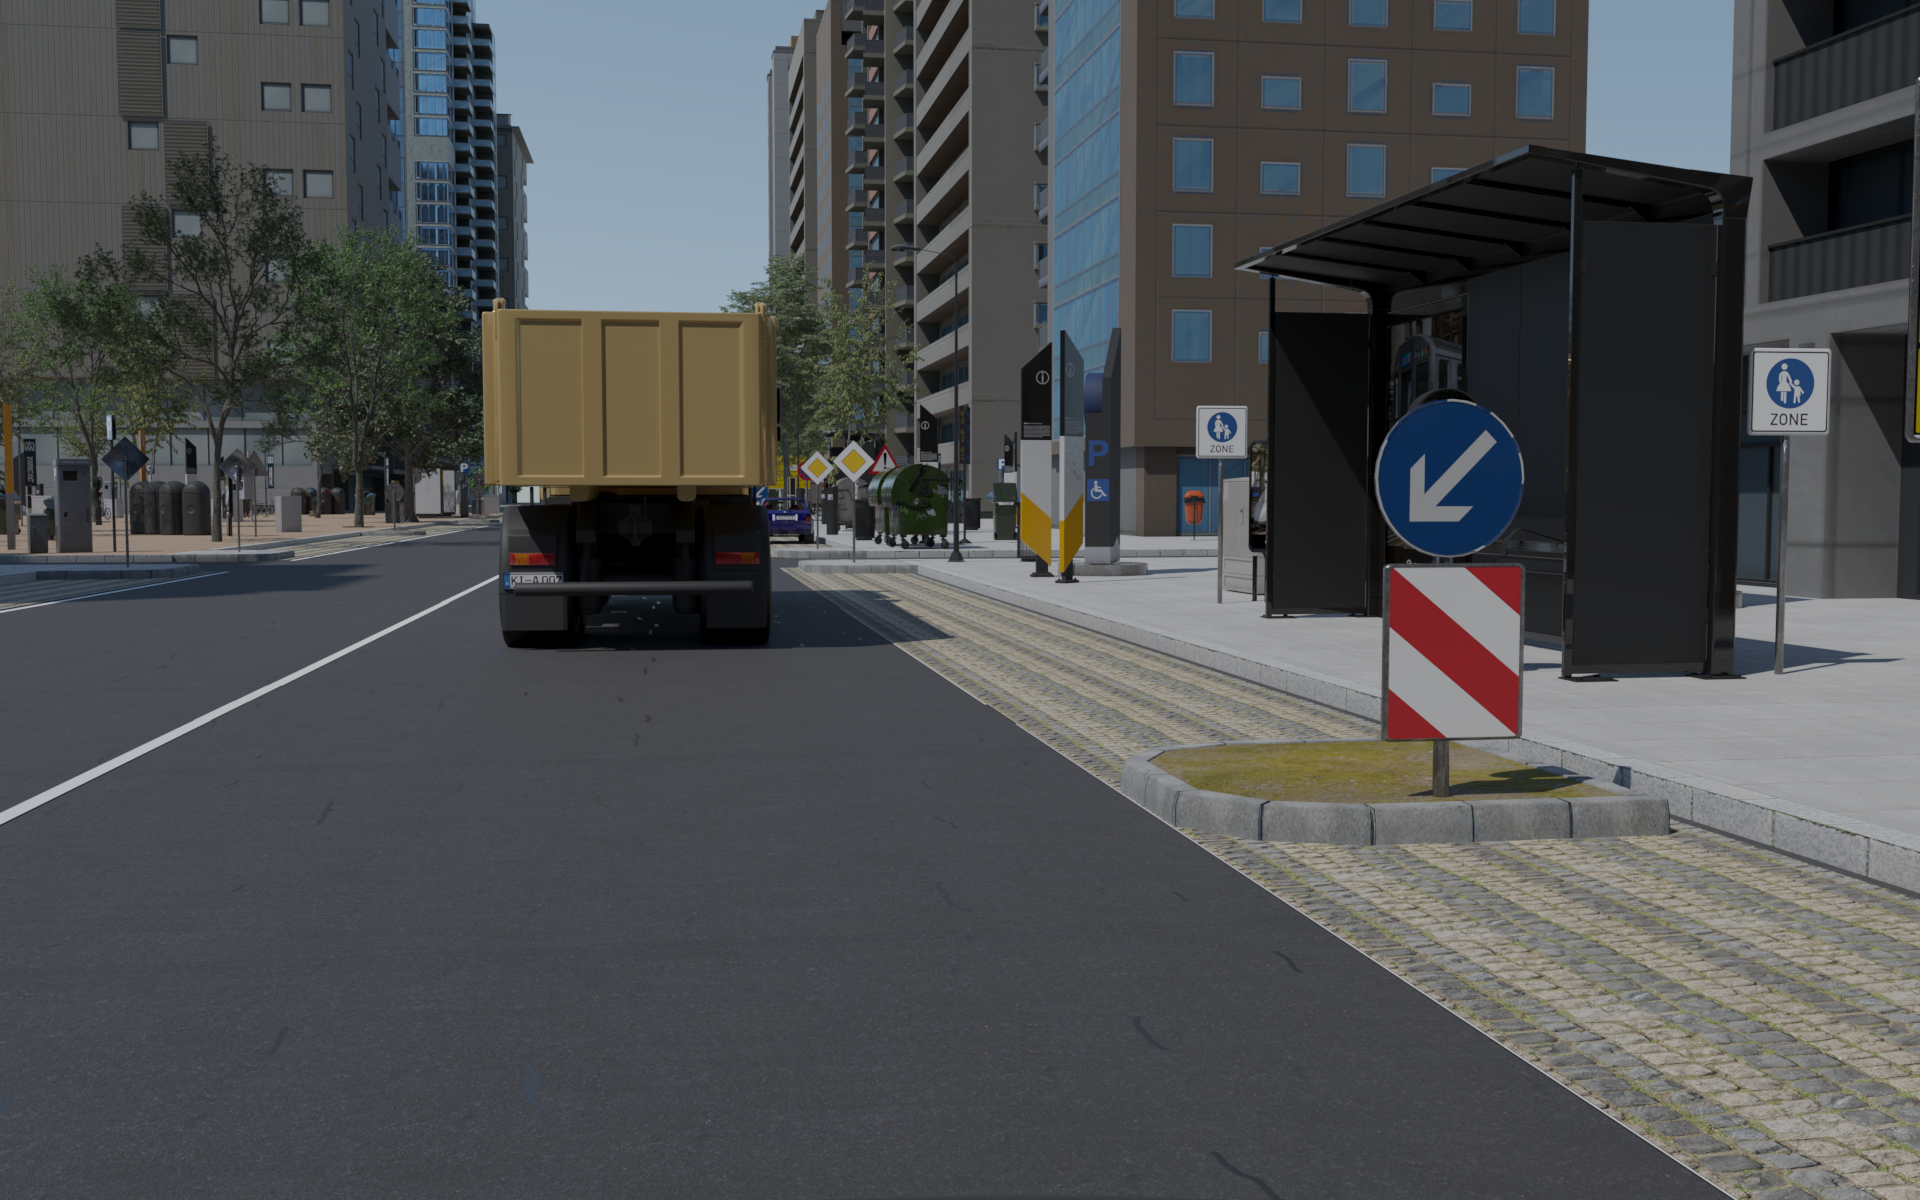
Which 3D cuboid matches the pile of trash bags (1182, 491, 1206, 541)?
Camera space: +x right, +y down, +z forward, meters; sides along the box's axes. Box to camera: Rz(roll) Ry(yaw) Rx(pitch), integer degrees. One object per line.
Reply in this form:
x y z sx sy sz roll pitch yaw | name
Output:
7.864 -2.323 47.726 3.447 1.369 1.912 0 4 5 | pile of trash bags

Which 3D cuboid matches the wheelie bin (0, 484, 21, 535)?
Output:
-30.059 -2.852 54.546 0.693 1.594 0.980 0 4 -5 | wheelie bin

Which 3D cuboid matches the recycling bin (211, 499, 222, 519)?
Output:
-39.252 -4.806 91.127 0.722 1.027 0.722 0 4 6 | recycling bin

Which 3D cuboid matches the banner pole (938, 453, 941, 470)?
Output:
-1.410 -6.300 93.022 0.863 3.779 0.401 -1 4 -15 | banner pole

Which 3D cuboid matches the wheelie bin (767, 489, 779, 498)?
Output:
-10.129 -5.163 92.324 0.980 1.594 0.693 -3 4 -37 | wheelie bin

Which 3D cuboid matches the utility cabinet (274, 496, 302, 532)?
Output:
-22.609 -2.883 58.298 0.306 1.237 1.020 1 4 17 | utility cabinet

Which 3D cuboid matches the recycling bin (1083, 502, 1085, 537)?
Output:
3.938 -2.438 52.418 0.722 1.027 0.722 -1 4 -10 | recycling bin

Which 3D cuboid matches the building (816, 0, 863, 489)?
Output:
-5.232 -30.864 154.729 14.600 45.320 14.200 -1 4 -10 | building

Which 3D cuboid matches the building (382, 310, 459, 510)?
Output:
-59.369 -18.637 149.753 27.650 21.520 28.899 -1 4 -10 | building

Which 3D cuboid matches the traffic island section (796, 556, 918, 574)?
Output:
-1.961 -0.619 32.407 2.009 0.180 2.903 -1 4 -10 | traffic island section

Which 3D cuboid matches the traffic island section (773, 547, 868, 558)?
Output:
-3.287 -1.101 40.282 2.009 0.180 2.903 -1 4 -10 | traffic island section

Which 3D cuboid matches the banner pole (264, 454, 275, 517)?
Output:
-38.444 -6.503 96.333 0.863 3.779 0.401 2 4 24 | banner pole

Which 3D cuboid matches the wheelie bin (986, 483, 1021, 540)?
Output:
1.210 -2.461 48.142 0.980 1.594 0.693 0 4 -6 | wheelie bin

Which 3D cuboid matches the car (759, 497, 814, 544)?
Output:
-5.240 -2.329 50.654 1.945 1.354 3.894 -1 4 -10 | car

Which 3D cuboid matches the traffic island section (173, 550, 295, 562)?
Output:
-15.902 -0.972 38.169 2.009 0.180 2.903 -1 4 -10 | traffic island section

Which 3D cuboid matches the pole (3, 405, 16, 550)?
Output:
-21.819 -2.808 39.754 0.158 3.312 0.155 0 3 0 | pole

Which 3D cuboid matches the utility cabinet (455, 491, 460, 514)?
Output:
-32.171 -6.203 110.090 1.173 1.500 0.318 2 4 28 | utility cabinet

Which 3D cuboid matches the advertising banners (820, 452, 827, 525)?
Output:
-5.441 -4.646 72.146 0.090 3.025 2.074 -2 4 -28 | advertising banners

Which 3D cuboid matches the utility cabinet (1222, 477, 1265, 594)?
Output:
3.744 -0.841 22.435 0.318 1.500 1.173 -1 4 -13 | utility cabinet

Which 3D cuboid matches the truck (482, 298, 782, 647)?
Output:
-3.615 -1.474 20.023 3.469 3.379 9.791 -1 4 -9 | truck

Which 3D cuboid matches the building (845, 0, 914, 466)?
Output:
2.754 -29.337 134.291 22.147 44.769 28.867 -1 4 -10 | building

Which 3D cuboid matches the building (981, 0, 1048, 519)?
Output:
9.361 -29.118 99.783 21.300 48.544 21.600 -1 4 -10 | building

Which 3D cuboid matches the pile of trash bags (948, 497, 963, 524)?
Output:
-0.725 -4.025 75.556 1.912 1.369 3.447 3 4 37 | pile of trash bags

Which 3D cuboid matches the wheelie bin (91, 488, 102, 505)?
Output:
-47.634 -5.331 95.072 0.693 1.594 0.980 2 4 26 | wheelie bin

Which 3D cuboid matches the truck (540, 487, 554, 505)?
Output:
-21.214 -5.992 93.894 3.469 3.379 9.791 -1 4 -10 | truck

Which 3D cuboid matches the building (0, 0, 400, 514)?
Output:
-54.615 -32.527 121.059 28.713 52.752 27.495 -1 4 -10 | building

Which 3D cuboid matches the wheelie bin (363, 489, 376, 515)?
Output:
-35.736 -5.916 104.634 0.980 1.594 0.693 1 4 9 | wheelie bin

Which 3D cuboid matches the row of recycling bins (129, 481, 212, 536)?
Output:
-24.842 -2.893 54.410 3.534 1.692 1.069 2 4 32 | row of recycling bins

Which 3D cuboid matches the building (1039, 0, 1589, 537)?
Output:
11.018 -24.947 57.986 14.200 45.320 14.600 -1 4 -10 | building

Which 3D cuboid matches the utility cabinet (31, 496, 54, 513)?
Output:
-32.736 -3.109 61.997 1.020 1.237 0.306 1 4 23 | utility cabinet

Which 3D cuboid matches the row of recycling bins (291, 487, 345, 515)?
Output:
-39.974 -6.155 107.744 1.069 1.692 3.534 3 4 37 | row of recycling bins

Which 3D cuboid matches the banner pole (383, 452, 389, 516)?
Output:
-33.998 -6.893 102.720 0.401 3.779 0.863 -3 4 -37 | banner pole

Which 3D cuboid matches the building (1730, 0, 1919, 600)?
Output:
21.383 -35.332 15.927 20.563 71.187 20.611 -1 4 -10 | building

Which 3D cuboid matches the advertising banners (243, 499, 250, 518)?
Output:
-39.137 -6.058 95.228 0.090 3.025 2.074 0 4 -7 | advertising banners

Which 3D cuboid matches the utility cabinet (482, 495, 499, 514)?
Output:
-30.443 -6.179 112.183 1.020 1.237 0.306 -2 4 -33 | utility cabinet

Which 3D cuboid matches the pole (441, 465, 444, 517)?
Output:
-29.109 -6.330 97.340 0.158 3.312 0.155 0 3 0 | pole

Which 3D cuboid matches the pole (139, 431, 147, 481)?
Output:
-26.346 -3.794 55.867 0.158 3.312 0.155 0 3 0 | pole

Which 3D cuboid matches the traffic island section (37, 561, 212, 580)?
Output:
-14.576 -0.490 30.295 2.009 0.180 2.903 -1 4 -10 | traffic island section

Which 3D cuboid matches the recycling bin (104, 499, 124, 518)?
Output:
-45.159 -4.885 92.418 0.722 1.027 0.722 0 4 3 | recycling bin

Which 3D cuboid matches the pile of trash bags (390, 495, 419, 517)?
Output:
-31.918 -5.512 99.874 1.912 1.369 3.447 -1 4 -15 | pile of trash bags

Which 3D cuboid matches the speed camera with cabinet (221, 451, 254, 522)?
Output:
-33.237 -5.220 79.685 2.038 3.252 0.660 3 4 38 | speed camera with cabinet
